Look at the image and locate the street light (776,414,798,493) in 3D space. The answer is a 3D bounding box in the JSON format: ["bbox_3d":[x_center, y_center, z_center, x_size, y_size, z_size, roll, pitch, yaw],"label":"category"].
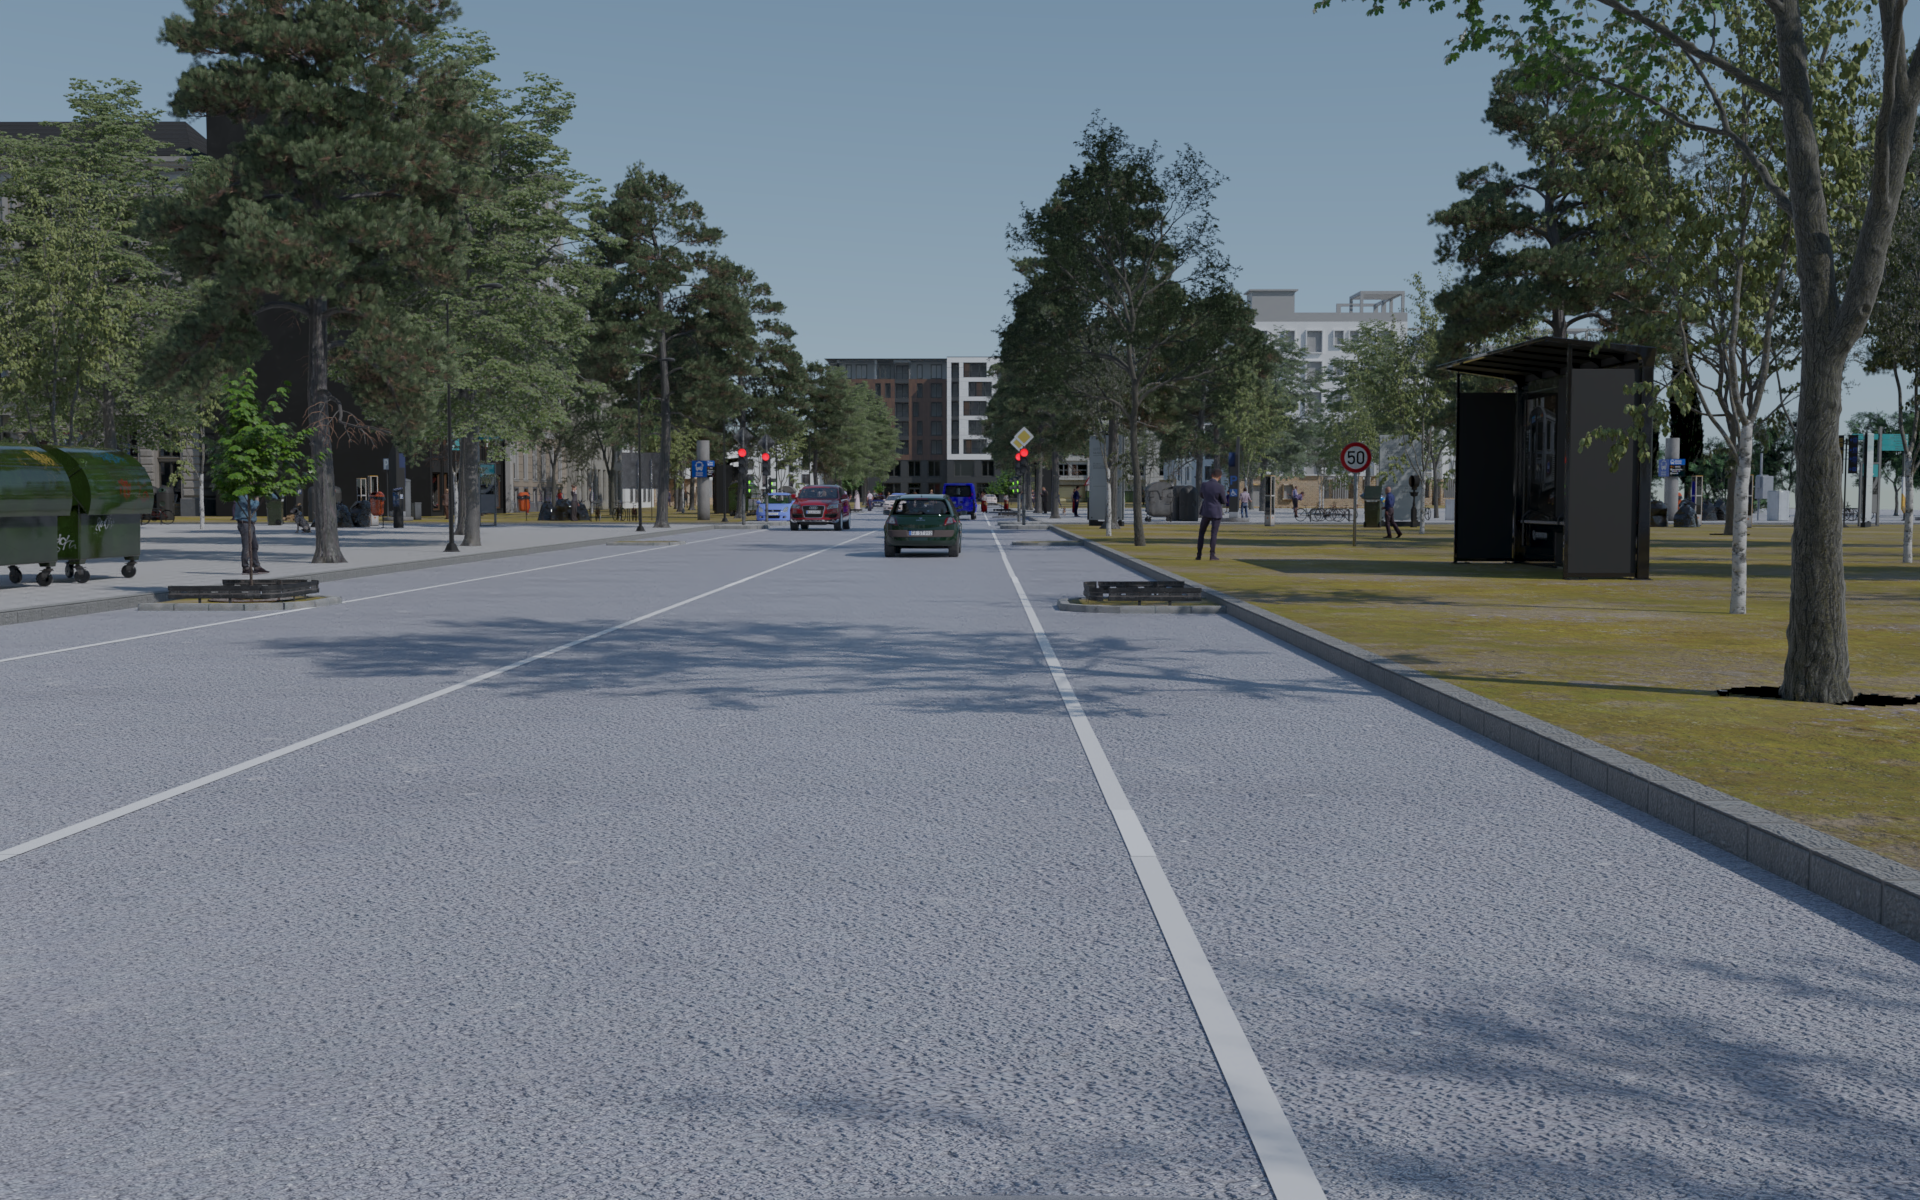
[{"bbox_3d":[-10.103,-7.824,100.458,1.470,5.913,1.316,0,4,0],"label":"street light"}]

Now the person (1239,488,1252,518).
[{"bbox_3d":[13.403,-4.502,81.612,0.963,1.587,0.435,-1,4,-19],"label":"person"}]

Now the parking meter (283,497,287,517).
[{"bbox_3d":[-33.615,-4.743,85.964,0.372,1.533,0.369,0,3,0],"label":"parking meter"}]

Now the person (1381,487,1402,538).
[{"bbox_3d":[12.526,-2.560,50.587,0.574,1.496,0.600,-2,4,-32],"label":"person"}]

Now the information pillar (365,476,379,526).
[{"bbox_3d":[-23.502,-3.968,69.375,0.304,2.012,0.304,-3,4,-38],"label":"information pillar"}]

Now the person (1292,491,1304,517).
[{"bbox_3d":[18.587,-5.254,95.177,0.697,1.427,0.421,-1,4,-16],"label":"person"}]

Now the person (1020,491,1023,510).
[{"bbox_3d":[5.122,-8.214,142.561,0.429,1.552,0.499,1,4,14],"label":"person"}]

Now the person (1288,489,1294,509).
[{"bbox_3d":[28.656,-8.742,149.501,0.750,1.759,0.617,0,4,-4],"label":"person"}]

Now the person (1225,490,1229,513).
[{"bbox_3d":[18.469,-6.830,120.087,0.546,1.535,0.453,-2,4,-27],"label":"person"}]

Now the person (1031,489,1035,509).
[{"bbox_3d":[6.383,-8.944,153.201,0.541,1.710,0.530,1,4,12],"label":"person"}]

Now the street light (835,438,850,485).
[{"bbox_3d":[-9.767,-10.436,143.161,1.470,5.913,1.316,0,4,0],"label":"street light"}]

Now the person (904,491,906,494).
[{"bbox_3d":[-7.329,-13.587,230.631,1.348,1.826,0.705,1,4,9],"label":"person"}]

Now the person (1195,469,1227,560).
[{"bbox_3d":[4.890,-1.660,33.633,0.683,1.767,0.568,2,4,29],"label":"person"}]

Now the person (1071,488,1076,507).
[{"bbox_3d":[9.577,-8.480,145.222,0.617,1.759,0.750,0,4,-1],"label":"person"}]

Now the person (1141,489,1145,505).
[{"bbox_3d":[21.194,-11.875,200.286,0.705,1.812,1.348,2,4,29],"label":"person"}]

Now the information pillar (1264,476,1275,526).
[{"bbox_3d":[12.318,-3.937,68.865,0.304,2.012,0.304,3,5,44],"label":"information pillar"}]

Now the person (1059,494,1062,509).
[{"bbox_3d":[8.569,-8.638,149.811,0.613,1.512,0.480,1,4,14],"label":"person"}]

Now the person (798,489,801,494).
[{"bbox_3d":[-14.921,-9.522,162.532,0.445,1.727,0.742,3,4,37],"label":"person"}]

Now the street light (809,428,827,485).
[{"bbox_3d":[-10.024,-9.122,121.683,1.470,5.913,1.316,0,4,0],"label":"street light"}]

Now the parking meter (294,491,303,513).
[{"bbox_3d":[-32.634,-4.878,85.465,0.255,1.863,0.399,3,5,41],"label":"parking meter"}]

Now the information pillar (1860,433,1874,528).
[{"bbox_3d":[35.009,-4.619,66.830,0.184,3.620,1.656,2,4,35],"label":"information pillar"}]

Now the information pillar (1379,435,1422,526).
[{"bbox_3d":[17.502,-4.746,68.921,1.656,3.620,0.184,0,4,2],"label":"information pillar"}]

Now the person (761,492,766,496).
[{"bbox_3d":[-17.825,-9.420,160.136,1.350,1.814,0.705,0,4,2],"label":"person"}]

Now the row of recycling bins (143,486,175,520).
[{"bbox_3d":[-40.293,-4.789,85.413,3.534,1.692,1.069,1,4,16],"label":"row of recycling bins"}]

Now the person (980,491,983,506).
[{"bbox_3d":[2.207,-9.684,167.521,0.721,1.739,1.217,-1,4,-17],"label":"person"}]

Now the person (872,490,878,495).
[{"bbox_3d":[-10.214,-12.196,206.228,1.217,1.735,0.721,0,4,2],"label":"person"}]

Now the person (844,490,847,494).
[{"bbox_3d":[-15.167,-13.535,227.216,0.709,1.838,0.599,-2,4,-26],"label":"person"}]

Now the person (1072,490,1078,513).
[{"bbox_3d":[7.687,-6.570,115.933,0.387,1.526,0.523,1,4,13],"label":"person"}]

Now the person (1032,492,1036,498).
[{"bbox_3d":[6.019,-8.529,148.682,0.799,1.438,0.628,-3,5,-40],"label":"person"}]

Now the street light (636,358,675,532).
[{"bbox_3d":[-10.422,-5.302,59.231,1.470,5.913,1.316,0,4,0],"label":"street light"}]

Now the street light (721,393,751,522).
[{"bbox_3d":[-10.280,-6.542,79.500,1.470,5.913,1.316,0,4,0],"label":"street light"}]

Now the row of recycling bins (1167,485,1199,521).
[{"bbox_3d":[10.587,-4.634,82.876,1.069,1.692,3.534,0,4,-6],"label":"row of recycling bins"}]

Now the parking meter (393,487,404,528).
[{"bbox_3d":[-21.296,-3.501,65.651,0.372,1.533,0.369,0,3,0],"label":"parking meter"}]

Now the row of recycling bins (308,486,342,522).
[{"bbox_3d":[-29.656,-4.506,80.784,1.069,1.692,3.534,0,4,-7],"label":"row of recycling bins"}]

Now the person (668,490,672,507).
[{"bbox_3d":[-28.809,-10.066,171.542,0.530,1.710,0.541,-2,4,-24],"label":"person"}]

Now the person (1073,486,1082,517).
[{"bbox_3d":[6.643,-5.558,97.629,0.504,1.737,0.576,1,4,16],"label":"person"}]

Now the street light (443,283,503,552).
[{"bbox_3d":[-10.748,-4.020,38.275,1.470,5.913,1.316,0,4,0],"label":"street light"}]

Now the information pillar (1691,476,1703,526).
[{"bbox_3d":[29.446,-3.960,69.235,0.304,2.012,0.304,-1,4,-11],"label":"information pillar"}]

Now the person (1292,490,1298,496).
[{"bbox_3d":[23.727,-7.049,122.754,0.517,1.644,0.566,2,4,31],"label":"person"}]

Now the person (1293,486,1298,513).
[{"bbox_3d":[23.280,-6.951,119.561,0.599,1.838,0.709,0,4,-4],"label":"person"}]

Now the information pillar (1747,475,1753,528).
[{"bbox_3d":[29.918,-3.748,65.778,0.304,2.012,0.304,1,4,15],"label":"information pillar"}]

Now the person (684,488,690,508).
[{"bbox_3d":[-25.569,-9.508,161.525,1.348,1.821,0.705,-1,4,-21],"label":"person"}]

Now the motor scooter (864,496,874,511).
[{"bbox_3d":[-7.758,-8.261,147.841,0.815,1.314,1.986,0,4,0],"label":"motor scooter"}]

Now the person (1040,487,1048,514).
[{"bbox_3d":[5.492,-6.523,113.380,0.565,1.739,0.600,3,5,43],"label":"person"}]

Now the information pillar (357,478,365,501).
[{"bbox_3d":[-27.750,-4.639,80.337,0.304,2.012,0.304,2,4,33],"label":"information pillar"}]

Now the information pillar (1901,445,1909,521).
[{"bbox_3d":[45.371,-5.614,83.143,0.504,3.616,0.183,-3,4,-36],"label":"information pillar"}]

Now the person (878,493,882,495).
[{"bbox_3d":[-10.456,-13.500,226.738,0.705,1.831,1.348,3,4,39],"label":"person"}]

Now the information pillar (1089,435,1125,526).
[{"bbox_3d":[5.876,-4.774,69.372,1.656,3.620,0.184,3,5,42],"label":"information pillar"}]
